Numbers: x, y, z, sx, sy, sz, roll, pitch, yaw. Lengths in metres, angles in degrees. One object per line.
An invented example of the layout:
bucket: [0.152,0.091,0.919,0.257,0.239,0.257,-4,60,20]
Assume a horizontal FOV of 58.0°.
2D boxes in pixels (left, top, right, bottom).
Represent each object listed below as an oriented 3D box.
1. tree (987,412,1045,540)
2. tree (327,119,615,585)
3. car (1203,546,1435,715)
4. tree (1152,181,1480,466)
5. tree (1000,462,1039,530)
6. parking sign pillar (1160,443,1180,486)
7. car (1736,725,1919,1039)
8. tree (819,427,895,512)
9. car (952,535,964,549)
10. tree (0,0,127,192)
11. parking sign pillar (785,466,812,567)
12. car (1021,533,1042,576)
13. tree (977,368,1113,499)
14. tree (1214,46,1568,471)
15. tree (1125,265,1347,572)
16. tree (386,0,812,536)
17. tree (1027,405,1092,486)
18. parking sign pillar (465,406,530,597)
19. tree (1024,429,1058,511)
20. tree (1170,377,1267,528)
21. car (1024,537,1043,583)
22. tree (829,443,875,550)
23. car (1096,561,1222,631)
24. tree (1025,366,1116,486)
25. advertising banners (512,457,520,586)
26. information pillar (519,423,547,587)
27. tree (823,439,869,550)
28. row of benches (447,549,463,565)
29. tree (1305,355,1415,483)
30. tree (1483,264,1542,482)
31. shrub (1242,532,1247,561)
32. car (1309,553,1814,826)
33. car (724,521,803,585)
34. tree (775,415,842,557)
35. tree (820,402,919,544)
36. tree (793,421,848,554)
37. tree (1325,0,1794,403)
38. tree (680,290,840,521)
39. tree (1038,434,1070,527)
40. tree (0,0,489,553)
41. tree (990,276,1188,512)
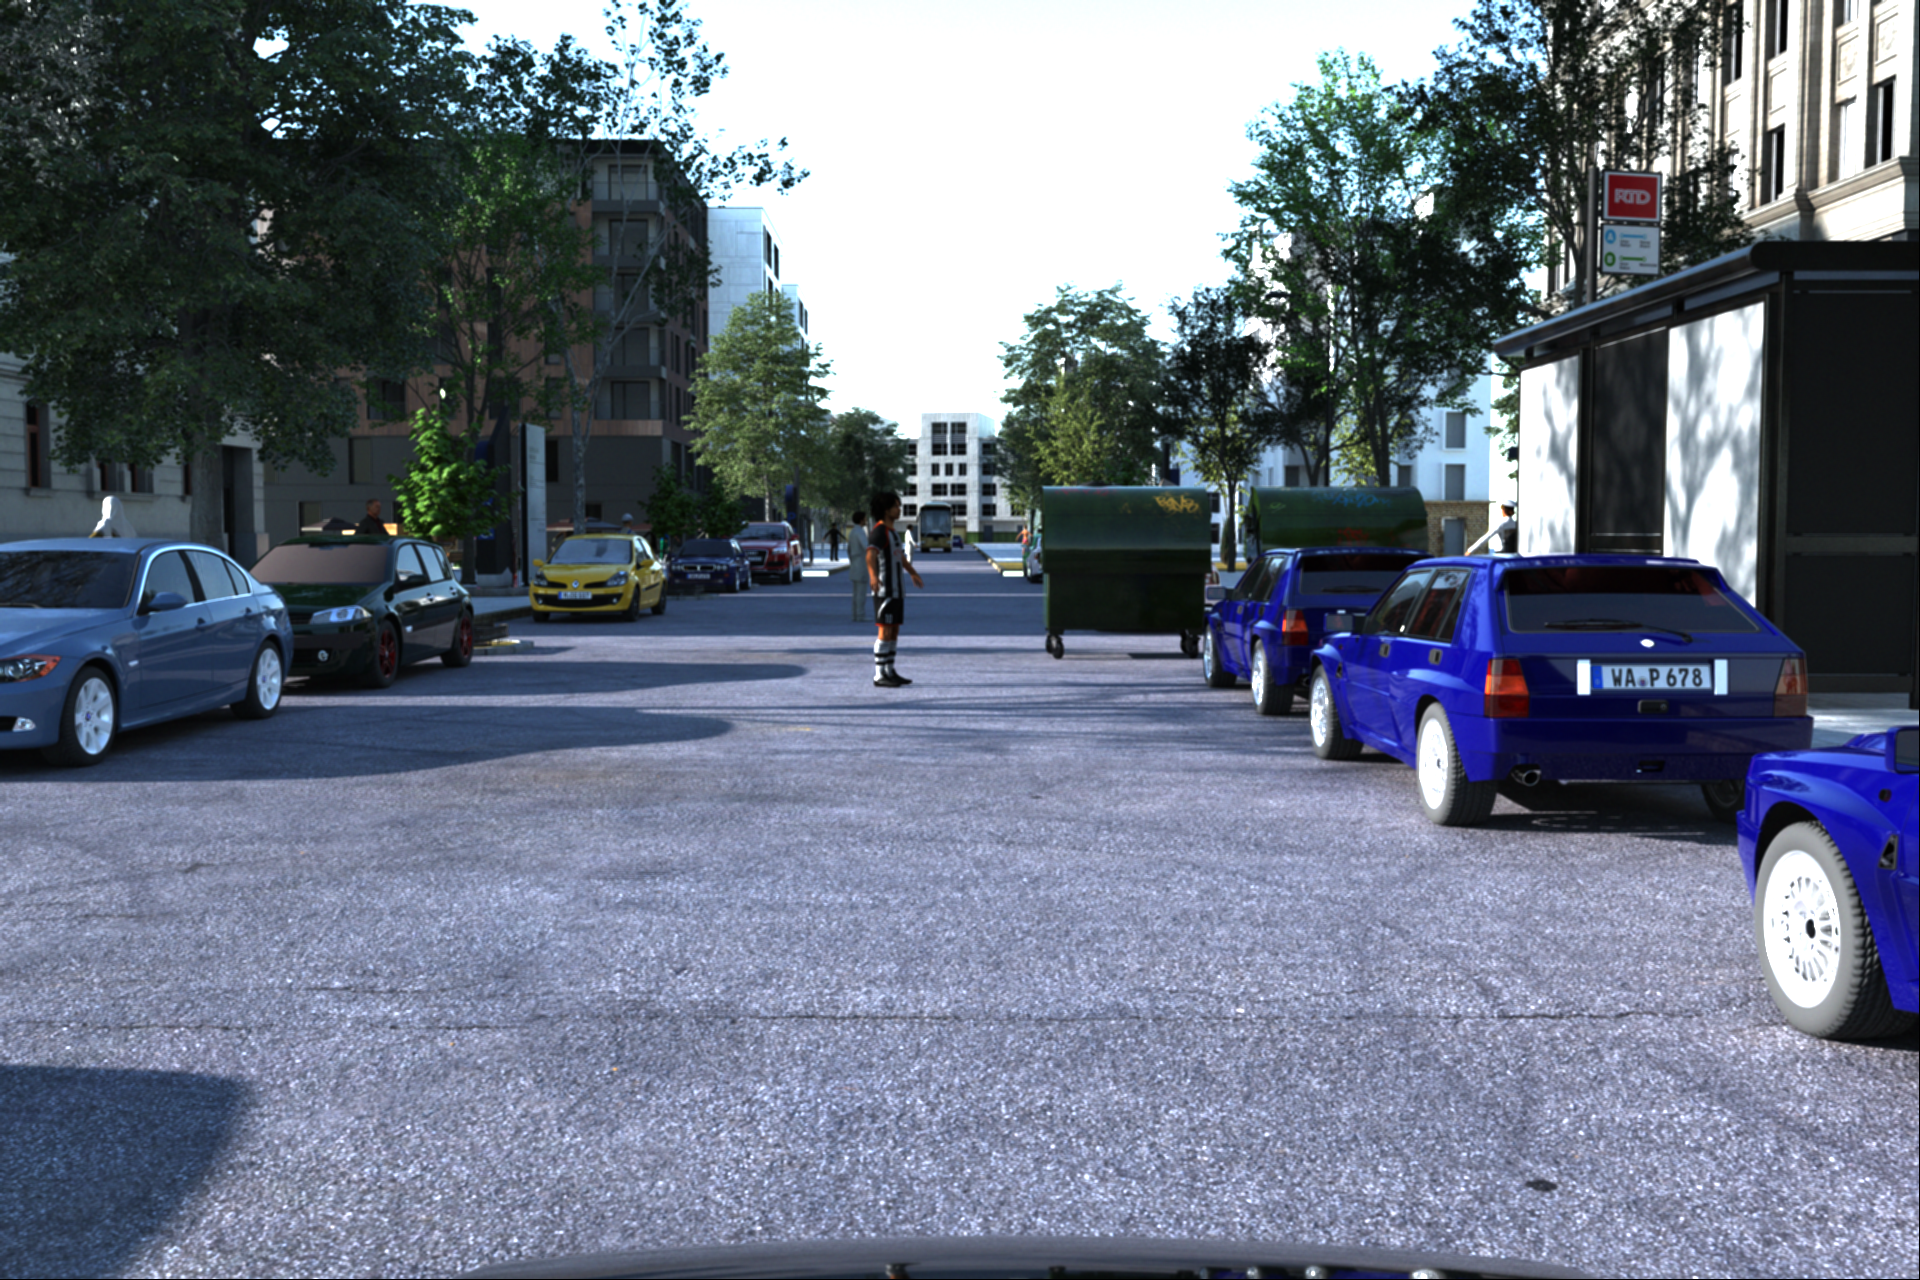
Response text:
tree: [5.935,-13.028,138.769,9.928,11.665,9.643,0,3,0]
tree: [-12.389,-7.217,43.754,9.928,11.665,9.643,0,3,0]
car: [3.186,-0.150,15.032,1.945,1.354,3.894,0,4,-1]
tree: [9.371,-6.843,46.298,8.767,10.594,7.601,0,4,-3]
tree: [5.872,-12.775,159.235,4.737,8.622,4.395,0,3,0]
parking sign pillar: [6.282,-3.889,52.064,1.447,3.967,1.447,0,4,0]
car: [3.255,0.539,3.768,1.945,1.354,3.894,0,3,0]
tree: [-9.123,-13.301,151.884,7.601,10.594,8.767,0,4,2]
car: [-0.551,-9.350,165.455,1.945,1.354,3.894,0,4,-1]
tree: [-12.350,-6.314,13.611,12.009,13.543,11.850,0,3,0]
parking sign pillar: [-6.538,-4.853,67.824,1.447,3.967,1.447,0,4,0]
car: [3.035,-2.975,57.440,1.959,1.807,4.718,0,4,-1]
tree: [6.471,-13.250,127.007,12.009,13.543,11.850,0,3,0]
tree: [9.223,-6.864,37.982,9.928,11.665,9.643,0,3,0]
tree: [9.350,-7.561,58.042,8.767,10.594,7.601,3,5,41]
tree: [-11.671,-12.255,56.263,12.611,20.169,13.585,0,3,0]
tree: [5.966,-8.861,95.233,4.360,8.622,3.978,0,3,0]
parking sign pillar: [-9.659,-2.899,35.866,1.447,3.967,1.447,0,4,0]
tree: [6.913,-10.248,117.918,4.360,8.622,3.978,0,3,0]
tree: [11.250,-7.513,73.206,4.737,8.622,4.395,0,3,0]
car: [2.973,-2.417,51.874,2.083,1.381,4.827,0,4,0]
tree: [-9.627,-11.677,141.274,4.360,8.622,3.978,0,3,0]
car: [2.902,-0.895,27.000,2.083,1.381,4.827,0,4,-1]
tree: [4.911,-7.647,75.389,4.737,8.622,4.395,0,3,0]
advertising banners: [-10.025,-2.610,38.862,0.090,3.025,2.074,0,4,-1]
information pillar: [-9.258,-2.829,37.571,0.184,3.620,1.656,0,4,0]
tree: [-9.744,-11.311,135.304,4.360,8.622,3.978,0,3,0]
row of benches: [-21.503,-3.324,69.806,4.104,0.672,1.422,-2,4,-26]
tree: [15.627,-7.110,66.612,4.737,8.622,4.395,0,3,0]
tree: [26.020,-10.053,71.029,9.857,13.997,8.962,0,3,0]
shrub: [11.433,-3.746,65.282,1.661,2.075,1.752,0,3,0]
car: [3.156,0.166,9.858,1.945,1.354,3.894,0,4,-1]
car: [-5.787,-2.579,50.837,2.281,1.827,5.304,0,4,0]
tree: [-8.817,-9.088,98.946,4.360,8.622,3.978,0,3,0]
tree: [-8.806,-15.834,165.542,9.857,13.997,8.962,0,3,0]
tree: [-8.971,-9.825,111.005,4.737,8.622,4.395,0,3,0]
tree: [9.190,-5.632,26.501,7.601,10.594,8.767,0,4,-3]
tree: [-9.368,-9.975,81.224,7.486,12.596,7.792,0,3,0]
tree: [6.366,-9.566,106.764,4.737,8.622,4.395,0,3,0]
tree: [-12.347,-7.419,27.950,9.857,13.997,8.962,0,3,0]
tree: [6.431,-10.891,84.730,9.857,13.997,8.962,0,3,0]
